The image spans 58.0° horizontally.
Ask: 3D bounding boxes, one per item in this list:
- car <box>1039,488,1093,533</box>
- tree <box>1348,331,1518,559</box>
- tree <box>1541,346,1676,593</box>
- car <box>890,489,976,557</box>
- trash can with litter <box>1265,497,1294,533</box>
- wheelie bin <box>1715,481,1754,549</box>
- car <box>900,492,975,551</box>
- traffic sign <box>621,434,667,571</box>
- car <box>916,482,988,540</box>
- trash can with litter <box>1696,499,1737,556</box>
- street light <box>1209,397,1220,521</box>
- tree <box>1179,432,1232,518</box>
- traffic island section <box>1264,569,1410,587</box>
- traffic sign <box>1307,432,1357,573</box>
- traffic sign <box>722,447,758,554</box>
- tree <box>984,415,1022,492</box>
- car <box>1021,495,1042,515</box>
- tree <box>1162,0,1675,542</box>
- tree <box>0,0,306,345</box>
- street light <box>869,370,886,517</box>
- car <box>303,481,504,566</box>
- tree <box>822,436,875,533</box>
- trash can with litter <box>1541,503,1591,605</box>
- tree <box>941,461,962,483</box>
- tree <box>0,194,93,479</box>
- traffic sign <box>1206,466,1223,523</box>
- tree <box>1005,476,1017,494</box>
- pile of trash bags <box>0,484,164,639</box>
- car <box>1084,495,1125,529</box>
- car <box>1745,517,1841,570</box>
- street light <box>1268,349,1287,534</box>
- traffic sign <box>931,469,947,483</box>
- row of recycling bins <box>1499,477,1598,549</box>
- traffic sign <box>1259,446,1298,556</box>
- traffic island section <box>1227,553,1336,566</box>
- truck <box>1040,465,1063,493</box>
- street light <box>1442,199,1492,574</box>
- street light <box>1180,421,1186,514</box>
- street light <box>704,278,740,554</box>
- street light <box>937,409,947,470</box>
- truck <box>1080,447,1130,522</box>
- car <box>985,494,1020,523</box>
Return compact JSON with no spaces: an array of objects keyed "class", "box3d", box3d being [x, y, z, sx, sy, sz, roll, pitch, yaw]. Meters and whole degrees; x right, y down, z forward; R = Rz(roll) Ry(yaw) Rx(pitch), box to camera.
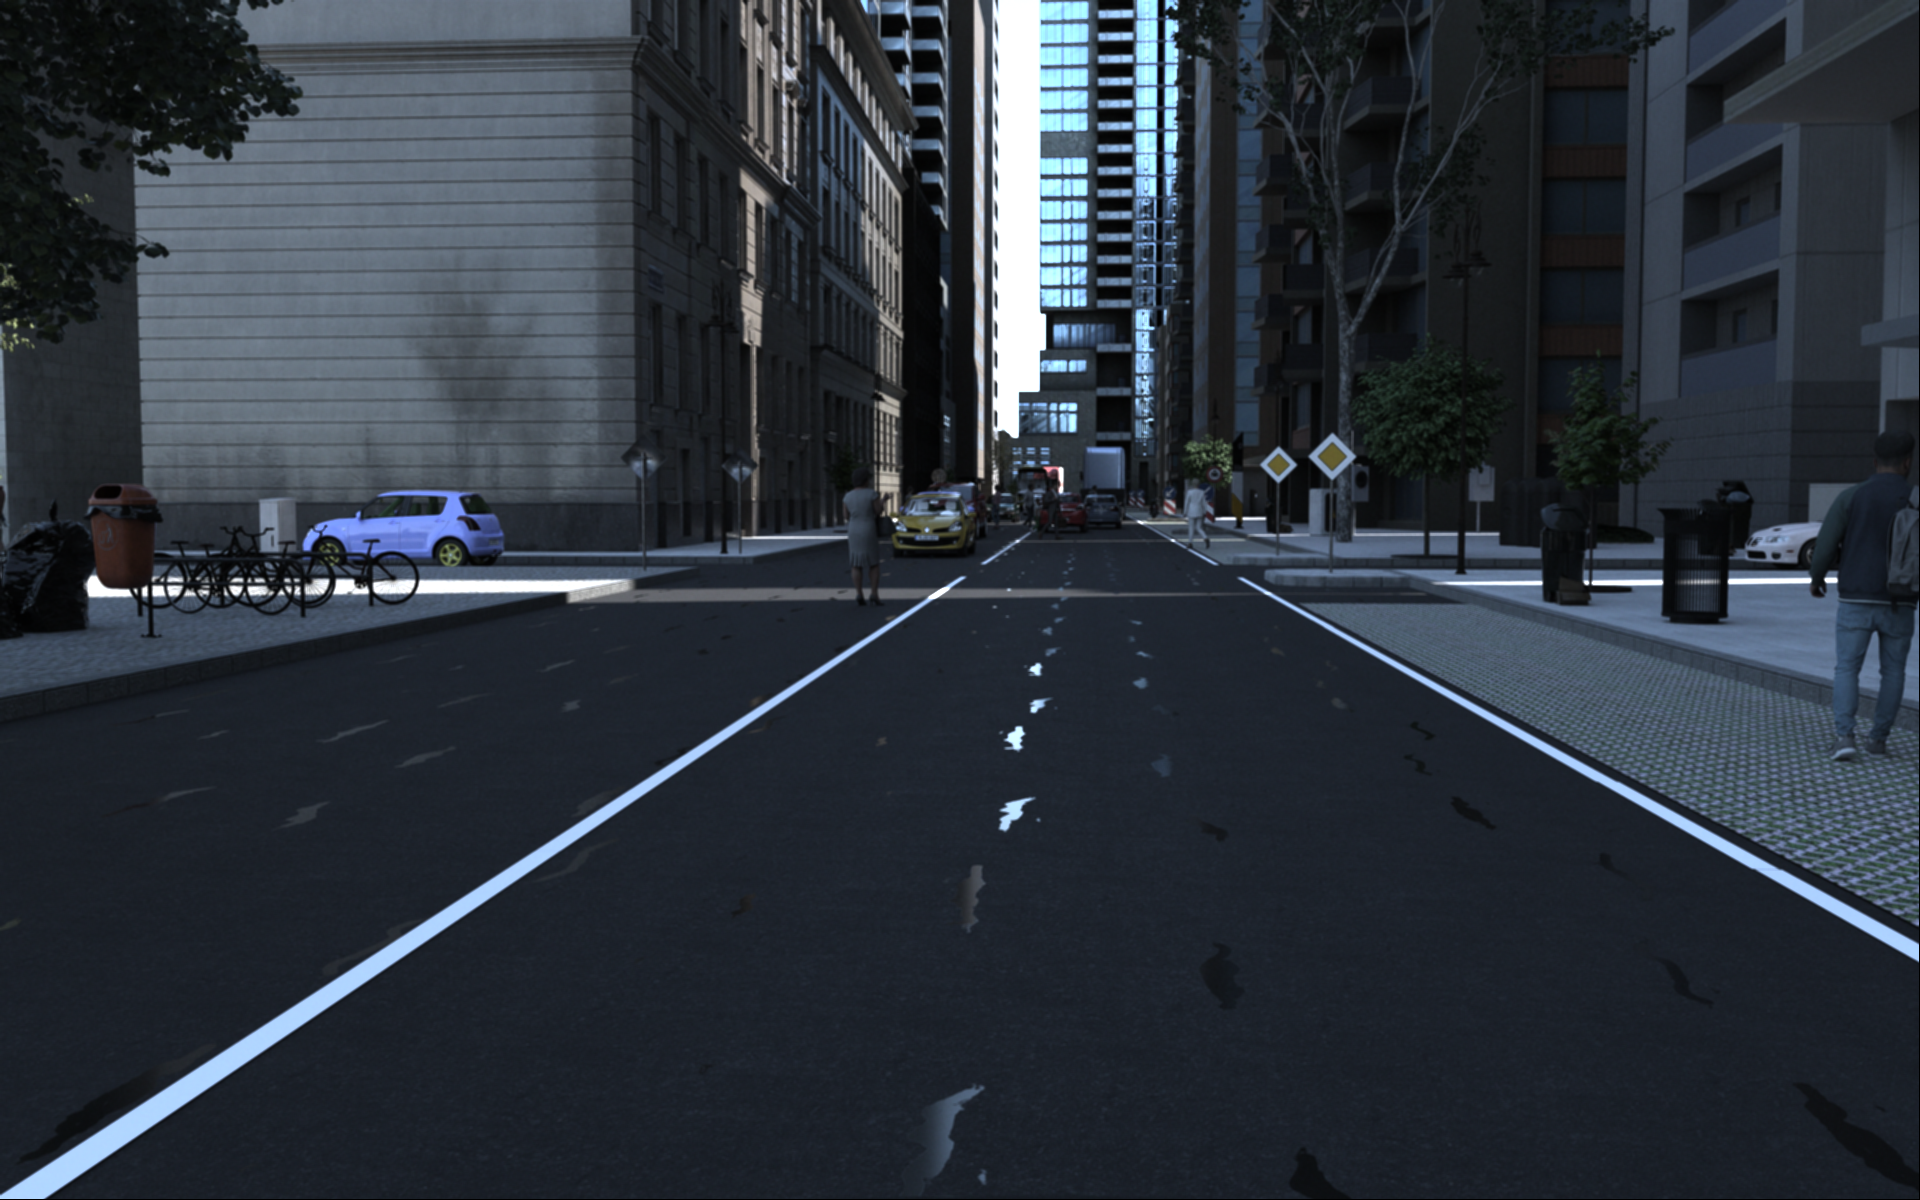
[{"class":"car","box3d":[3.937,-3.456,65.552,2.155,1.783,4.494,0,4,6]},{"class":"tree","box3d":[9.561,-3.140,35.054,4.285,4.588,4.351,0,3,0]},{"class":"tree","box3d":[8.303,-1.722,22.760,1.663,3.219,1.824,0,3,0]},{"class":"car","box3d":[-0.580,-1.856,40.569,2.015,1.641,3.980,0,4,5]},{"class":"trash can with litter","box3d":[10.586,-2.806,57.259,0.624,1.170,1.055,-3,4,-37]},{"class":"wheelie bin","box3d":[18.167,-2.005,40.695,0.693,1.594,0.980,-1,4,-18]},{"class":"car","box3d":[-0.561,-2.163,44.951,1.945,1.707,3.694,0,4,4]},{"class":"traffic sign","box3d":[-5.284,-1.549,28.967,0.795,2.450,0.064,0,4,4]},{"class":"car","box3d":[-0.260,-2.911,56.271,2.281,1.827,5.304,0,4,6]},{"class":"trash can with litter","box3d":[15.847,-1.514,36.140,0.624,1.170,1.055,0,4,-8]},{"class":"street light","box3d":[12.129,-6.711,82.510,0.468,5.910,1.993,0,4,4]},{"class":"tree","box3d":[13.271,-6.641,92.293,4.285,4.588,4.351,0,3,0]},{"class":"traffic island section","box3d":[6.051,-0.361,28.181,2.009,0.180,2.903,0,4,4]},{"class":"traffic sign","box3d":[6.027,-1.496,28.105,0.795,2.450,0.064,0,4,4]},{"class":"traffic sign","box3d":[-4.690,-2.036,36.930,0.795,2.450,0.064,0,4,4]},{"class":"tree","box3d":[3.705,-12.976,162.523,4.360,8.622,3.978,0,3,0]},{"class":"car","box3d":[5.246,-6.480,118.317,2.083,1.381,4.827,0,4,3]},{"class":"tree","box3d":[11.192,-11.530,44.409,12.611,20.169,13.585,0,3,0]},{"class":"tree","box3d":[-7.682,-6.300,9.658,9.857,13.997,8.962,0,3,0]},{"class":"street light","box3d":[-3.076,-5.634,64.900,0.468,5.910,1.993,0,4,4]},{"class":"car","box3d":[-10.676,-1.443,33.181,3.694,1.707,1.945,0,4,6]},{"class":"tree","box3d":[-3.717,-3.871,57.891,1.663,3.219,1.824,0,3,0]},{"class":"trash can with litter","box3d":[7.192,-0.547,20.327,0.624,1.170,1.055,0,4,5]},{"class":"tree","box3d":[-0.584,-6.547,101.639,1.663,3.219,1.824,0,3,0]},{"class":"tree","box3d":[-16.131,-4.677,26.825,4.737,8.622,4.395,0,3,0]},{"class":"traffic sign","box3d":[11.459,-4.764,77.993,0.768,2.556,0.104,0,4,6]},{"class":"tree","box3d":[5.922,-11.734,186.446,1.663,3.219,1.824,0,3,0]},{"class":"pile of trash bags","box3d":[-8.648,-0.371,15.822,3.447,1.369,1.912,1,4,22]},{"class":"car","box3d":[5.916,-3.715,72.744,2.014,1.417,4.499,0,4,6]},{"class":"car","box3d":[17.263,-1.222,32.346,4.827,1.381,2.083,0,4,6]},{"class":"street light","box3d":[10.143,-5.054,55.428,0.468,5.910,1.993,0,4,4]},{"class":"traffic sign","box3d":[-1.062,-5.311,86.944,0.768,2.556,0.104,1,4,9]},{"class":"row of recycling bins","box3d":[14.192,-2.129,41.927,1.069,1.692,3.534,-1,4,-12]},{"class":"traffic sign","box3d":[6.621,-1.983,36.068,0.795,2.450,0.064,0,4,4]},{"class":"traffic island section","box3d":[6.645,-0.848,36.144,2.009,0.180,2.903,0,4,4]},{"class":"truck","box3d":[8.534,-10.938,167.757,2.839,4.237,11.283,0,4,6]},{"class":"street light","box3d":[8.021,-3.350,27.555,0.468,5.910,1.993,0,4,4]},{"class":"street light","box3d":[14.219,-8.413,110.339,0.468,5.910,1.993,0,4,4]},{"class":"street light","box3d":[-5.081,-3.935,37.130,0.468,5.910,1.993,0,4,4]},{"class":"street light","box3d":[-0.950,-7.326,92.562,0.468,5.910,1.993,0,4,4]},{"class":"truck","box3d":[7.618,-6.333,93.304,2.967,4.110,18.799,0,4,6]},{"class":"car","box3d":[2.087,-4.764,87.681,2.009,1.686,4.222,0,4,5]}]
